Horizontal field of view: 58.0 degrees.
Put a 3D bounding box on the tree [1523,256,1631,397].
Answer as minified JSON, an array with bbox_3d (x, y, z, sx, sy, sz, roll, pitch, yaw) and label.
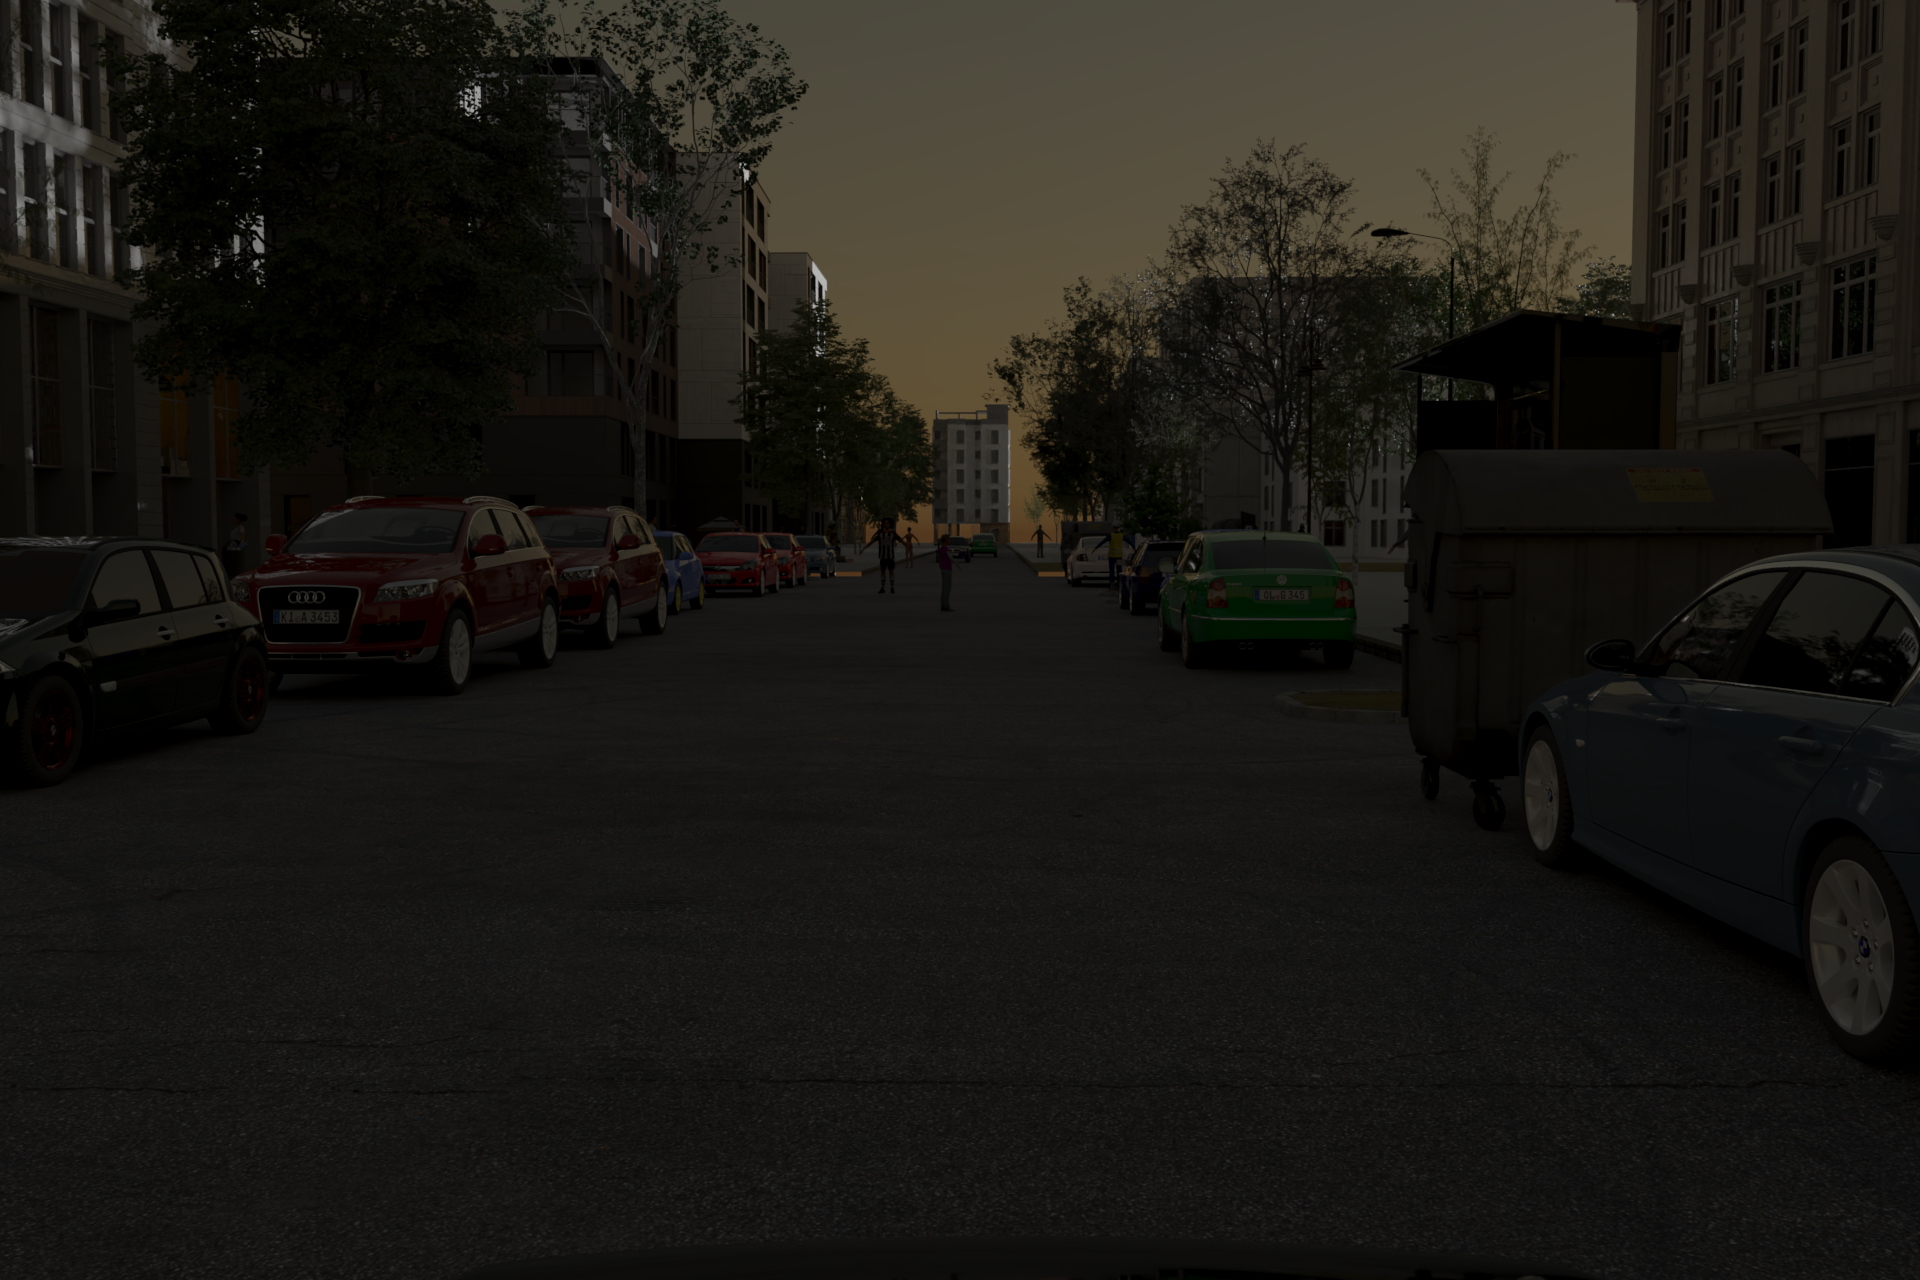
[{"bbox_3d":[29.223,-10.417,76.981,9.857,13.997,8.962,0,3,0],"label":"tree"}]

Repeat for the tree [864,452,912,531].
[{"bbox_3d":[-6.311,-12.046,147.311,4.737,8.622,4.395,0,3,0],"label":"tree"}]

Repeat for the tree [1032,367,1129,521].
[{"bbox_3d":[8.496,-12.162,116.976,7.486,12.596,7.792,0,3,0],"label":"tree"}]

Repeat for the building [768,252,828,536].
[{"bbox_3d":[-25.040,-17.129,124.027,27.936,21.610,32.646,0,4,1],"label":"building"}]

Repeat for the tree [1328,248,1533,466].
[{"bbox_3d":[17.276,-8.426,63.519,9.928,11.665,9.643,0,3,0],"label":"tree"}]

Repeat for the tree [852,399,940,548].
[{"bbox_3d":[-6.330,-15.771,164.509,9.857,13.997,8.962,0,3,0],"label":"tree"}]

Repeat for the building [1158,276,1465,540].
[{"bbox_3d":[24.524,-15.976,127.668,16.747,18.905,31.486,0,4,1],"label":"building"}]

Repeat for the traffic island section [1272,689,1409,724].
[{"bbox_3d":[3.593,0.539,14.056,1.991,0.108,1.994,0,4,1],"label":"traffic island section"}]

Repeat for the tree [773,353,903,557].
[{"bbox_3d":[-6.996,-10.543,98.138,9.928,11.665,9.643,0,3,0],"label":"tree"}]

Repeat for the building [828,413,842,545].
[{"bbox_3d":[-22.069,-19.338,182.638,16.747,18.905,31.486,0,4,1],"label":"building"}]

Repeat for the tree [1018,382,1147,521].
[{"bbox_3d":[7.950,-10.303,102.862,8.767,10.594,7.601,-1,4,-21],"label":"tree"}]

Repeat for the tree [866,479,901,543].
[{"bbox_3d":[-11.549,-20.594,254.836,7.486,12.596,7.792,0,3,0],"label":"tree"}]

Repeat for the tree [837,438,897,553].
[{"bbox_3d":[-6.724,-10.314,119.002,4.737,8.622,4.395,0,3,0],"label":"tree"}]

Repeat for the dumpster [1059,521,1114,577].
[{"bbox_3d":[4.236,-3.000,57.264,1.865,1.857,1.264,0,4,1],"label":"dumpster"}]

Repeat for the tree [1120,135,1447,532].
[{"bbox_3d":[10.023,-8.741,53.287,12.009,13.543,11.850,0,3,0],"label":"tree"}]

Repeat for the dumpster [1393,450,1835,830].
[{"bbox_3d":[3.254,-0.038,8.838,1.865,1.857,1.264,0,4,0],"label":"dumpster"}]

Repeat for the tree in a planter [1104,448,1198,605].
[{"bbox_3d":[4.016,-2.374,36.034,1.991,3.239,1.994,0,4,2],"label":"tree in a planter"}]

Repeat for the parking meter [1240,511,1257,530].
[{"bbox_3d":[7.327,-2.342,44.009,0.399,1.863,0.255,0,4,1],"label":"parking meter"}]

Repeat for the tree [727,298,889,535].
[{"bbox_3d":[-7.264,-10.093,83.151,7.486,12.596,7.792,0,3,0],"label":"tree"}]

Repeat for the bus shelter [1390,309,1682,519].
[{"bbox_3d":[6.795,-1.829,21.191,1.731,3.624,6.357,0,4,1],"label":"bus shelter"}]

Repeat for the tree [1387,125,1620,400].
[{"bbox_3d":[10.053,-4.977,31.734,4.360,8.622,3.978,0,3,0],"label":"tree"}]

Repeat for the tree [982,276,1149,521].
[{"bbox_3d":[7.990,-16.758,129.878,12.611,20.169,13.585,0,3,0],"label":"tree"}]

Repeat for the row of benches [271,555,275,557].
[{"bbox_3d":[-27.216,-3.008,64.650,4.104,0.672,1.422,0,4,-8],"label":"row of benches"}]

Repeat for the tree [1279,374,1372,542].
[{"bbox_3d":[15.045,-7.434,71.916,4.737,8.622,4.395,0,3,0],"label":"tree"}]

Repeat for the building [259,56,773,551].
[{"bbox_3d":[-25.672,-15.101,90.877,27.936,21.610,32.646,0,4,0],"label":"building"}]

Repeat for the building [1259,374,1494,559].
[{"bbox_3d":[23.637,-9.543,98.174,9.099,9.664,28.070,0,4,1],"label":"building"}]

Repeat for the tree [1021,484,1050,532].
[{"bbox_3d":[11.189,-18.538,253.459,4.737,8.622,4.395,0,3,0],"label":"tree"}]

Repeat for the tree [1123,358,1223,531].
[{"bbox_3d":[9.275,-7.434,71.907,4.360,8.622,3.978,0,3,0],"label":"tree"}]

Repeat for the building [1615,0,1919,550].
[{"bbox_3d":[28.279,-14.552,49.954,10.469,25.551,25.511,0,4,1],"label":"building"}]

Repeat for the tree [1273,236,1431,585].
[{"bbox_3d":[9.838,-5.656,42.831,4.360,8.622,3.978,0,3,0],"label":"tree"}]

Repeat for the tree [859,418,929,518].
[{"bbox_3d":[-6.324,-14.020,154.987,9.928,11.665,9.643,0,3,0],"label":"tree"}]

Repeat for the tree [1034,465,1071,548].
[{"bbox_3d":[8.961,-12.855,160.547,4.737,8.622,4.395,0,3,0],"label":"tree"}]

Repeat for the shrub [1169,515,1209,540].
[{"bbox_3d":[8.915,-3.873,67.368,1.661,2.075,1.752,0,3,0],"label":"shrub"}]

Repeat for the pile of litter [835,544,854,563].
[{"bbox_3d":[-5.378,-3.948,78.518,1.176,0.858,1.719,0,4,1],"label":"pile of litter"}]

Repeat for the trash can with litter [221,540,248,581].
[{"bbox_3d":[-9.176,-0.704,22.571,1.678,1.210,2.233,0,4,2],"label":"trash can with litter"}]

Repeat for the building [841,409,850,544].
[{"bbox_3d":[-23.684,-23.223,210.628,19.493,23.208,18.063,0,4,0],"label":"building"}]

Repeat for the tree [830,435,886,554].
[{"bbox_3d":[-6.772,-9.850,111.406,4.360,8.622,3.978,0,3,0],"label":"tree"}]

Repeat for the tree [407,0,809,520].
[{"bbox_3d":[-11.785,-12.367,58.097,12.611,20.169,13.585,0,3,0],"label":"tree"}]

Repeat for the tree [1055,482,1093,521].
[{"bbox_3d":[9.412,-12.173,149.386,4.737,8.622,4.395,0,3,0],"label":"tree"}]

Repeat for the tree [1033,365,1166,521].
[{"bbox_3d":[7.602,-9.641,92.043,8.767,10.594,7.601,1,4,21],"label":"tree"}]

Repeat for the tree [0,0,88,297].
[{"bbox_3d":[-11.622,-4.076,17.009,4.360,8.622,3.978,0,3,0],"label":"tree"}]

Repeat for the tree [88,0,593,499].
[{"bbox_3d":[-11.456,-7.725,32.960,9.857,13.997,8.962,0,3,0],"label":"tree"}]

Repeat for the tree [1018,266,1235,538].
[{"bbox_3d":[7.717,-10.368,79.879,12.009,13.543,11.850,0,3,0],"label":"tree"}]
